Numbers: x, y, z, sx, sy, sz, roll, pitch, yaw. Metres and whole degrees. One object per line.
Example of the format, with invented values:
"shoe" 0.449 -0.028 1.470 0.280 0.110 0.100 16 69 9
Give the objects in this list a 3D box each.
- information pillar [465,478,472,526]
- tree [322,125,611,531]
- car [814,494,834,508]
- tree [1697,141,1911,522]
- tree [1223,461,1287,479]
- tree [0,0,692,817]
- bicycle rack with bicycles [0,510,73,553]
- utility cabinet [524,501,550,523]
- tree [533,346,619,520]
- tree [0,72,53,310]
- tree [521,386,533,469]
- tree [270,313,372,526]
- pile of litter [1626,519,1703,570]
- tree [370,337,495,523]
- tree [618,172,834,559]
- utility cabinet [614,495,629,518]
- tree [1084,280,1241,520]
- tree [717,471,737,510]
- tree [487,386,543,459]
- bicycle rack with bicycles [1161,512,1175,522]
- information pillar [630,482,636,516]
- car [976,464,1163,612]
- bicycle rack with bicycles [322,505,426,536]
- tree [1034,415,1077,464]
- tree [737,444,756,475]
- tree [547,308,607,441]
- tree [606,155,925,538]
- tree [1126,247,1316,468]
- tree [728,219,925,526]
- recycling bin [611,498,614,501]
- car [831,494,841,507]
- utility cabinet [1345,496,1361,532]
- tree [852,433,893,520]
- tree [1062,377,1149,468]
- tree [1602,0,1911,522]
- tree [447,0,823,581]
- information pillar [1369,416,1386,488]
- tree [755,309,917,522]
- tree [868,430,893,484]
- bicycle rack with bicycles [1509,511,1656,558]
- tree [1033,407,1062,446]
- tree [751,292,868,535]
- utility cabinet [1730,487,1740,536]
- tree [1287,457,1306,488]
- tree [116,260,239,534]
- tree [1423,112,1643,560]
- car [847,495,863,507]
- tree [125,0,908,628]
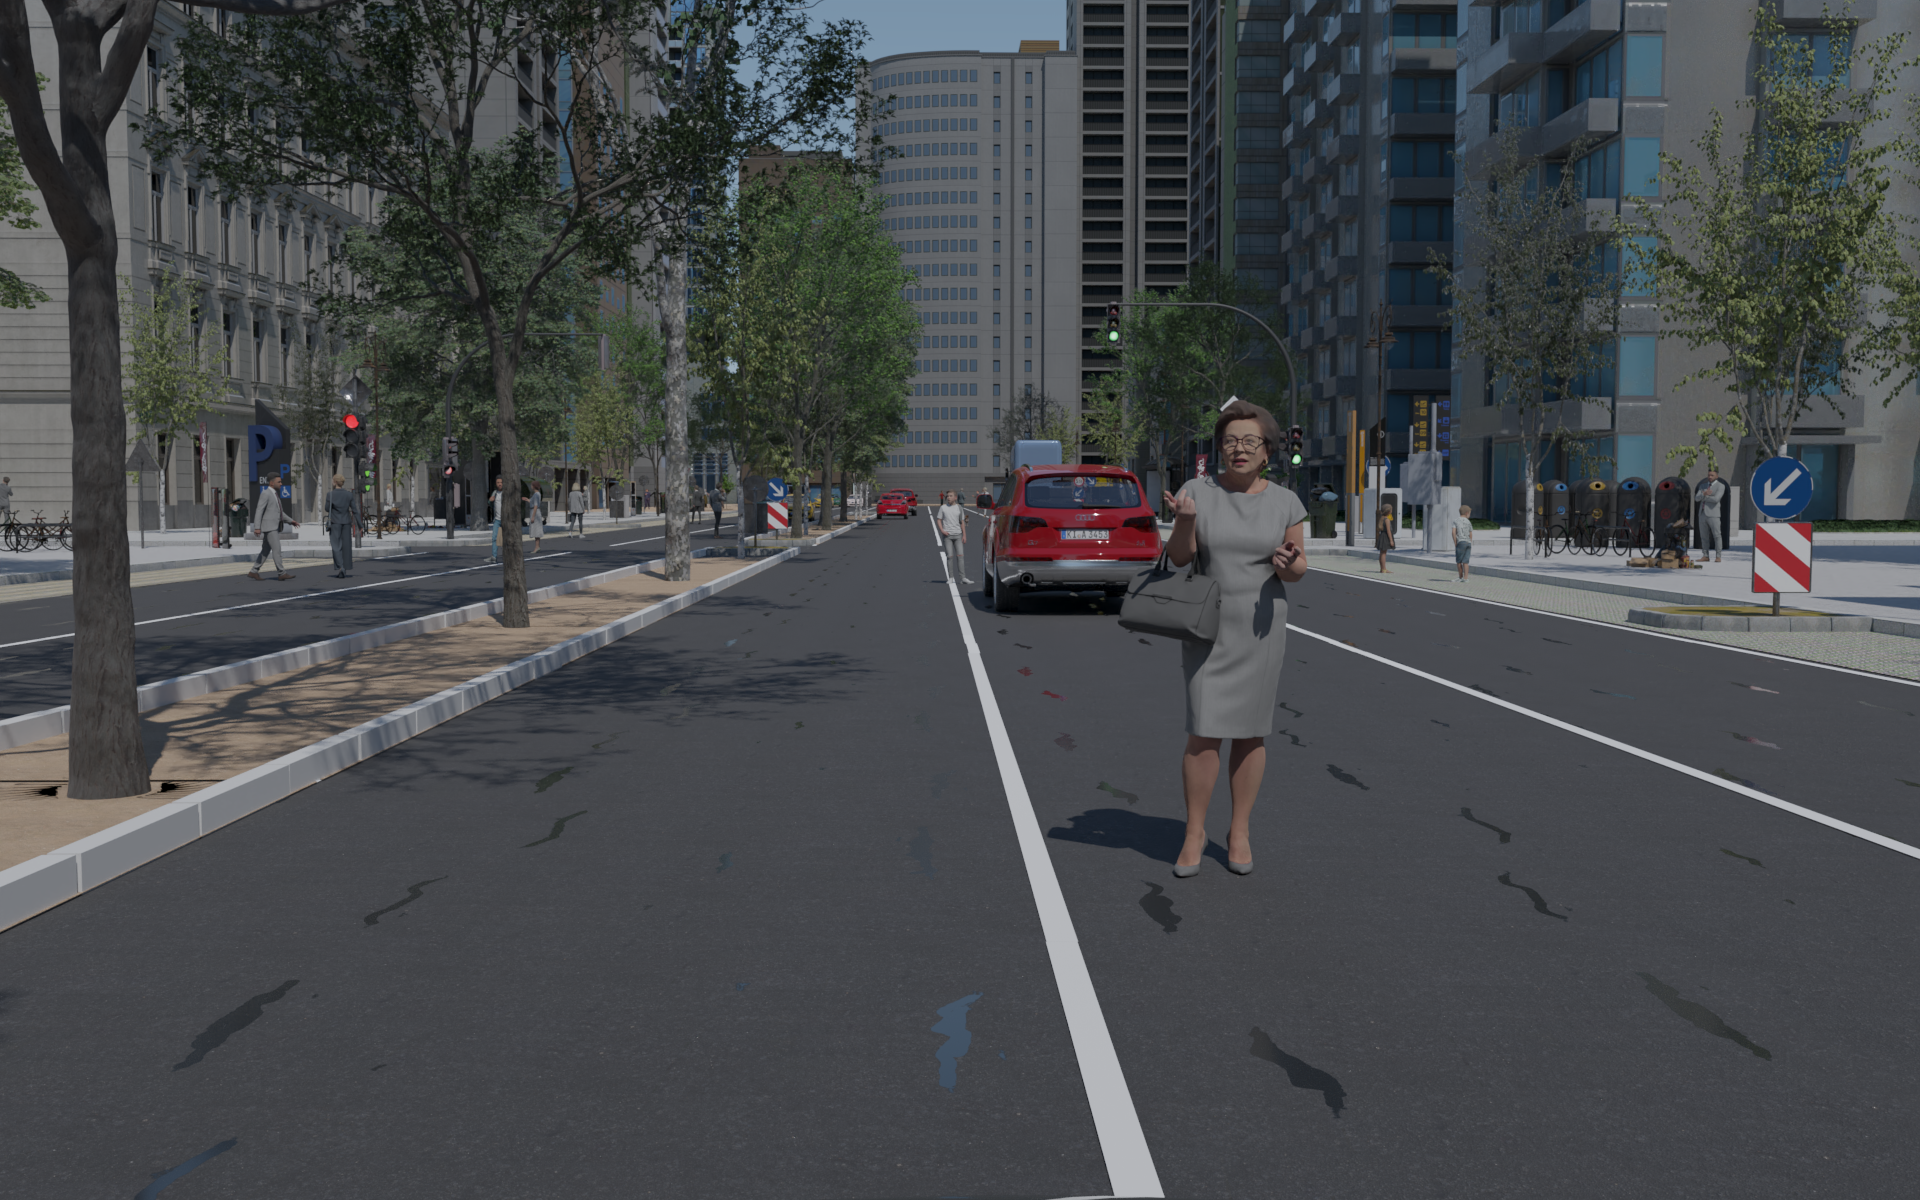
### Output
"information pillar" -19.467 -3.940 68.918 0.304 2.012 0.304 1 4 23
"tree" -16.817 -9.366 59.789 9.857 13.997 8.962 0 3 0
"car" -13.953 -10.271 178.156 2.015 1.641 3.980 0 4 1
"tree" 17.638 -5.298 36.993 4.360 8.622 3.978 0 3 0
"tree" 10.030 -3.977 59.618 1.663 3.219 1.824 0 3 0
"tree" -4.013 -5.801 7.681 12.009 13.543 11.850 0 3 0
"bicycle rack with bicycles" -20.638 -1.548 38.686 2.925 0.926 2.852 -3 5 -45
"utility cabinet" -18.440 -4.071 75.240 1.173 1.500 0.318 -3 4 -36
"tree" -17.720 -8.273 85.619 4.737 8.622 4.395 0 3 0
"tree" -17.127 -6.528 24.859 7.486 12.596 7.792 0 3 0
"tree" -26.683 -9.708 109.084 4.737 8.622 4.395 0 3 0
"tree" -25.637 -7.274 69.293 4.360 8.622 3.978 0 3 0
"pile of litter" 12.310 -0.996 30.256 1.176 0.858 1.719 1 4 9
"tree" -23.787 -7.658 75.574 4.737 8.622 4.395 0 3 0
"tree" -4.791 -5.198 37.810 4.737 8.622 4.395 0 3 0
"utility cabinet" -17.986 -4.943 91.979 1.020 1.237 0.306 3 5 42
"tree" 9.959 -9.762 85.371 9.928 11.665 9.643 0 3 0
"tree" -19.490 -9.133 143.920 1.663 3.219 1.824 0 3 0
"tree" -25.147 -8.927 96.312 4.360 8.622 3.978 0 3 0
"bicycle rack with bicycles" 10.475 -4.057 79.717 2.852 0.926 2.925 0 4 3
"information pillar" -19.465 -6.031 103.094 0.304 2.012 0.304 -1 4 -17
"car" 1.376 -0.855 22.645 2.281 1.827 5.304 0 4 -2
"bicycle rack with bicycles" -18.575 -2.490 54.092 2.925 0.926 2.852 2 4 29
"tree" 8.439 -12.589 156.184 4.360 8.622 3.978 0 3 0
"tree" -20.981 -16.707 191.287 7.486 12.596 7.792 0 3 0
"tree" -18.677 -10.326 94.585 9.928 11.665 9.643 0 3 0
"tree" -4.890 -7.603 52.527 9.928 11.665 9.643 0 3 0
"tree" 10.037 -8.037 65.823 7.601 10.594 8.767 1 4 22
"tree" -6.027 -10.276 77.127 9.857 13.997 8.962 0 3 0
"recycling bin" -21.215 -5.809 107.527 0.722 1.027 0.722 0 4 5
"car" -14.292 -11.190 194.757 2.131 1.459 4.920 0 4 -3
"utility cabinet" 13.260 -2.885 58.332 0.306 1.237 1.020 2 4 28
"tree" -5.770 -8.784 96.430 4.737 8.622 4.395 0 3 0
"tree" 9.529 -9.671 108.486 4.737 8.622 4.395 0 3 0
"tree" 12.116 -4.614 25.794 4.737 8.622 4.395 0 3 0
"tree" -5.873 -10.418 28.677 12.611 20.169 13.585 0 3 0
"information pillar" 12.508 -3.704 51.907 0.504 3.616 0.183 0 4 1
"tree" -6.076 -10.282 88.701 7.486 12.596 7.792 0 3 0
"tree" -5.852 -9.108 101.736 4.360 8.622 3.978 0 3 0
"bicycle rack with bicycles" 12.718 -1.381 35.963 2.852 0.926 2.925 0 4 -4
"tree" 7.997 -11.549 139.187 4.737 8.622 4.395 0 3 0
"tree" -5.369 -6.561 60.096 4.360 8.622 3.978 0 3 0
"utility cabinet" 22.735 -2.649 51.988 1.173 1.500 0.318 1 4 22
"tree" 16.351 -5.634 86.722 1.663 3.219 1.824 0 3 0
"tree" -25.461 -6.421 55.348 4.737 8.622 4.395 0 3 0
"tree" 11.055 -5.079 33.398 4.360 8.622 3.978 0 3 0
"car" -11.283 -10.684 187.049 2.083 1.381 4.827 0 3 0
"tree" -4.724 -4.995 18.538 8.767 10.594 7.601 0 4 -1
